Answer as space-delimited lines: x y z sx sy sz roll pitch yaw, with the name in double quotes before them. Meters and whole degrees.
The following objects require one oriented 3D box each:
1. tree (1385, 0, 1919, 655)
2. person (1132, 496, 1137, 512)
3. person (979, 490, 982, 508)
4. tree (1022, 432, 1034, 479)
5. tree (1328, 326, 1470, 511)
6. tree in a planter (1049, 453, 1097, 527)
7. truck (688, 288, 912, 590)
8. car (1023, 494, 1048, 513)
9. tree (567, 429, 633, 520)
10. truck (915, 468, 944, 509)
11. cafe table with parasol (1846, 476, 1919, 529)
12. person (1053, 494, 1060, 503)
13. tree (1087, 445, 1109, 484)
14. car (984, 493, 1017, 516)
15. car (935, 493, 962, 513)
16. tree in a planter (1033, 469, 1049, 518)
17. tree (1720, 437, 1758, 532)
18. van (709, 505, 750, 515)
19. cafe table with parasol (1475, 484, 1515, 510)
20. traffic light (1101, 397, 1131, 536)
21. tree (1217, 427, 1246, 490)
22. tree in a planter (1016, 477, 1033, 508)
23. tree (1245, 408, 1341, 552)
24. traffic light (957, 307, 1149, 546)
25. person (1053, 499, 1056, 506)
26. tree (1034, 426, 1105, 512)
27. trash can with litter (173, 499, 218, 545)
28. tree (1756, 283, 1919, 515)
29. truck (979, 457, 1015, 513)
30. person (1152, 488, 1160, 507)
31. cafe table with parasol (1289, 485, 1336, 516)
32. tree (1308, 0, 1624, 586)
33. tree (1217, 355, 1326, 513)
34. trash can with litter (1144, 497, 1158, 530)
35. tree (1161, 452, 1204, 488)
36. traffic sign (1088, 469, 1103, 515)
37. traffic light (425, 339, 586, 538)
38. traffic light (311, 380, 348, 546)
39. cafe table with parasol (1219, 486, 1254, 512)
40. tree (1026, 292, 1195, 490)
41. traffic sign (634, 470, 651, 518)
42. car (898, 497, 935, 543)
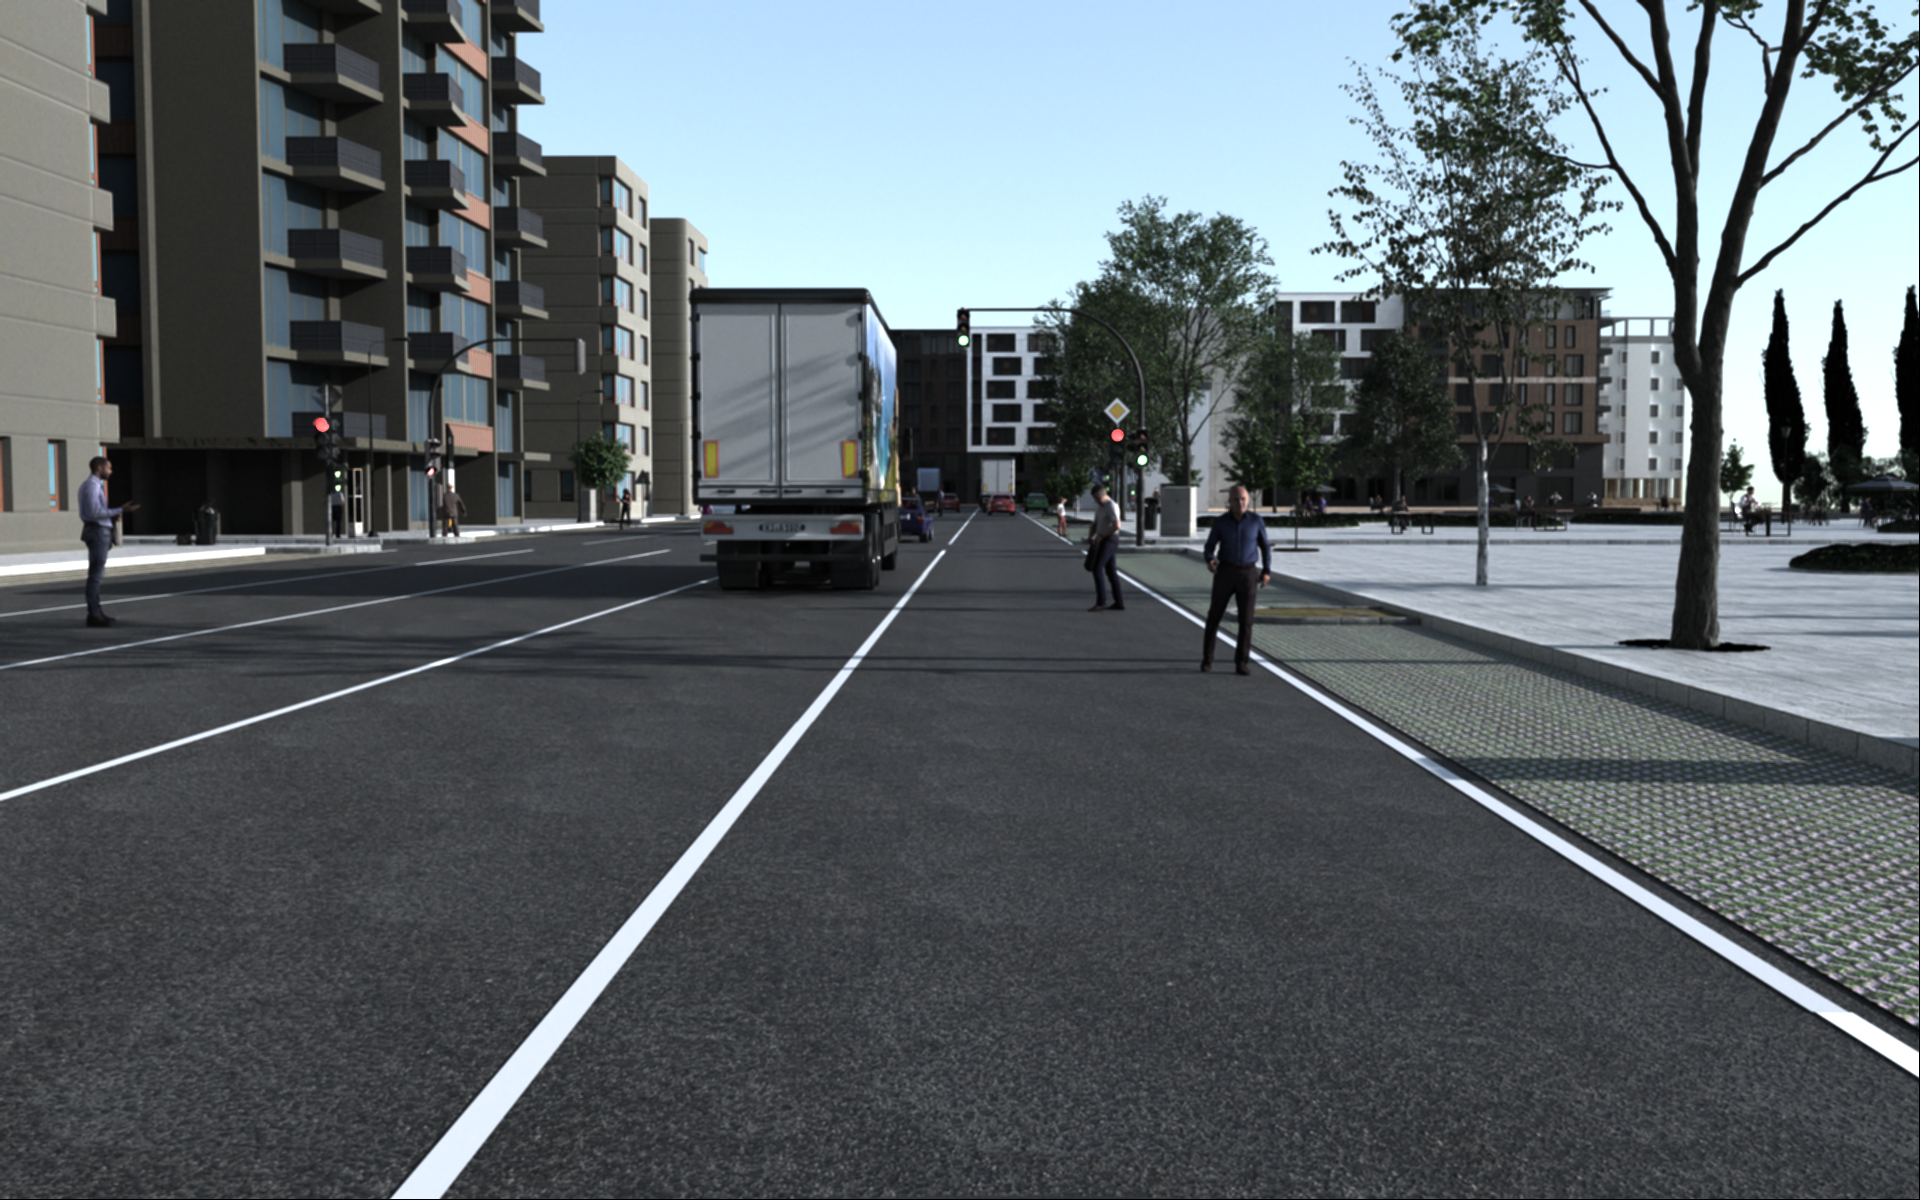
"tree" 6.077 -5.392 13.916 9.928 11.665 9.643 0 3 0
"person" 12.786 -7.403 127.097 0.705 1.823 1.348 1 4 21
"person" 2.255 -10.765 184.519 0.705 1.823 1.348 -2 4 -24
"tree" 8.680 -14.182 182.240 4.737 8.622 4.395 0 3 0
"tree" 30.012 -12.311 118.298 9.611 12.733 9.660 0 3 0
"tree in a planter" 5.017 -4.767 75.169 1.991 3.239 1.994 0 4 1
"truck" -2.395 -2.463 29.178 2.839 4.237 11.283 0 4 1
"car" 5.884 -7.657 133.993 1.959 1.807 4.718 0 4 1
"tree" -18.051 -6.302 86.747 4.285 4.588 4.351 0 3 0
"truck" -3.355 -11.239 173.520 2.967 4.110 18.799 0 4 1
"cafe table with parasol" 34.227 -3.621 64.069 2.610 1.966 2.610 2 4 29
"person" 10.189 -10.610 179.521 0.705 1.824 1.348 -2 4 -35
"tree" 8.716 -9.621 107.663 4.360 8.622 3.978 0 3 0
"car" 2.729 -6.534 115.866 2.155 1.783 4.494 0 4 -1
"car" -0.904 -7.681 134.626 2.155 1.783 4.494 0 4 1
"tree in a planter" 5.489 -6.435 102.441 1.991 3.239 1.994 0 4 1
"tree" 26.381 -3.942 59.054 1.663 3.219 1.824 0 3 0
"van" -8.186 -3.380 62.270 2.013 2.044 4.112 0 4 0
"cafe table with parasol" 36.523 -6.939 118.323 2.610 1.966 2.610 1 4 14
"traffic light" 4.541 -3.761 50.405 0.839 4.253 0.868 0 4 1
"tree" 7.168 -2.952 42.859 1.663 3.219 1.824 0 3 0
"tree in a planter" 6.837 -11.128 179.167 1.991 3.239 1.994 0 4 1
"tree" 7.538 -2.700 38.744 1.663 3.219 1.824 0 3 0
"traffic light" 2.307 -4.138 42.317 4.771 5.953 1.251 0 4 1
"person" 10.174 -11.143 189.142 0.530 1.710 0.541 0 4 1
"tree" 8.812 -10.770 126.459 4.737 8.622 4.395 0 3 0
"trash can with litter" -19.185 -1.960 43.426 1.055 1.170 0.624 0 4 -7
"tree" 59.065 -12.899 112.713 13.155 14.587 18.604 2 4 27
"truck" 2.891 -8.934 134.984 2.839 4.237 11.283 0 4 1
"person" 14.563 -7.448 128.348 0.617 1.759 0.750 0 4 8
"cafe table with parasol" 18.507 -5.357 92.455 2.610 1.966 2.610 -1 4 -10
"tree" 7.164 -4.497 23.896 4.360 8.622 3.978 0 3 0
"tree" 20.548 -11.020 114.583 7.601 10.594 8.767 0 4 2
"trash can with litter" 6.723 -3.080 61.741 0.624 1.170 1.055 0 4 4
"tree" 9.362 -4.756 72.357 1.663 3.219 1.824 0 3 0
"traffic sign" 7.018 -5.476 89.646 0.768 2.556 0.104 1 4 8
"traffic light" -13.365 -4.653 50.738 4.771 5.953 1.251 0 4 1
"traffic light" -15.598 -3.293 42.756 0.839 4.253 0.868 0 4 1
"cafe table with parasol" 19.686 -7.217 122.871 2.610 1.966 2.610 2 4 35
"tree" 8.406 -10.881 94.914 9.611 12.733 9.660 0 3 0
"traffic sign" -16.784 -5.604 91.628 0.884 2.594 0.081 0 4 3
"car" -1.742 -2.430 52.317 1.945 1.354 3.894 0 4 2
